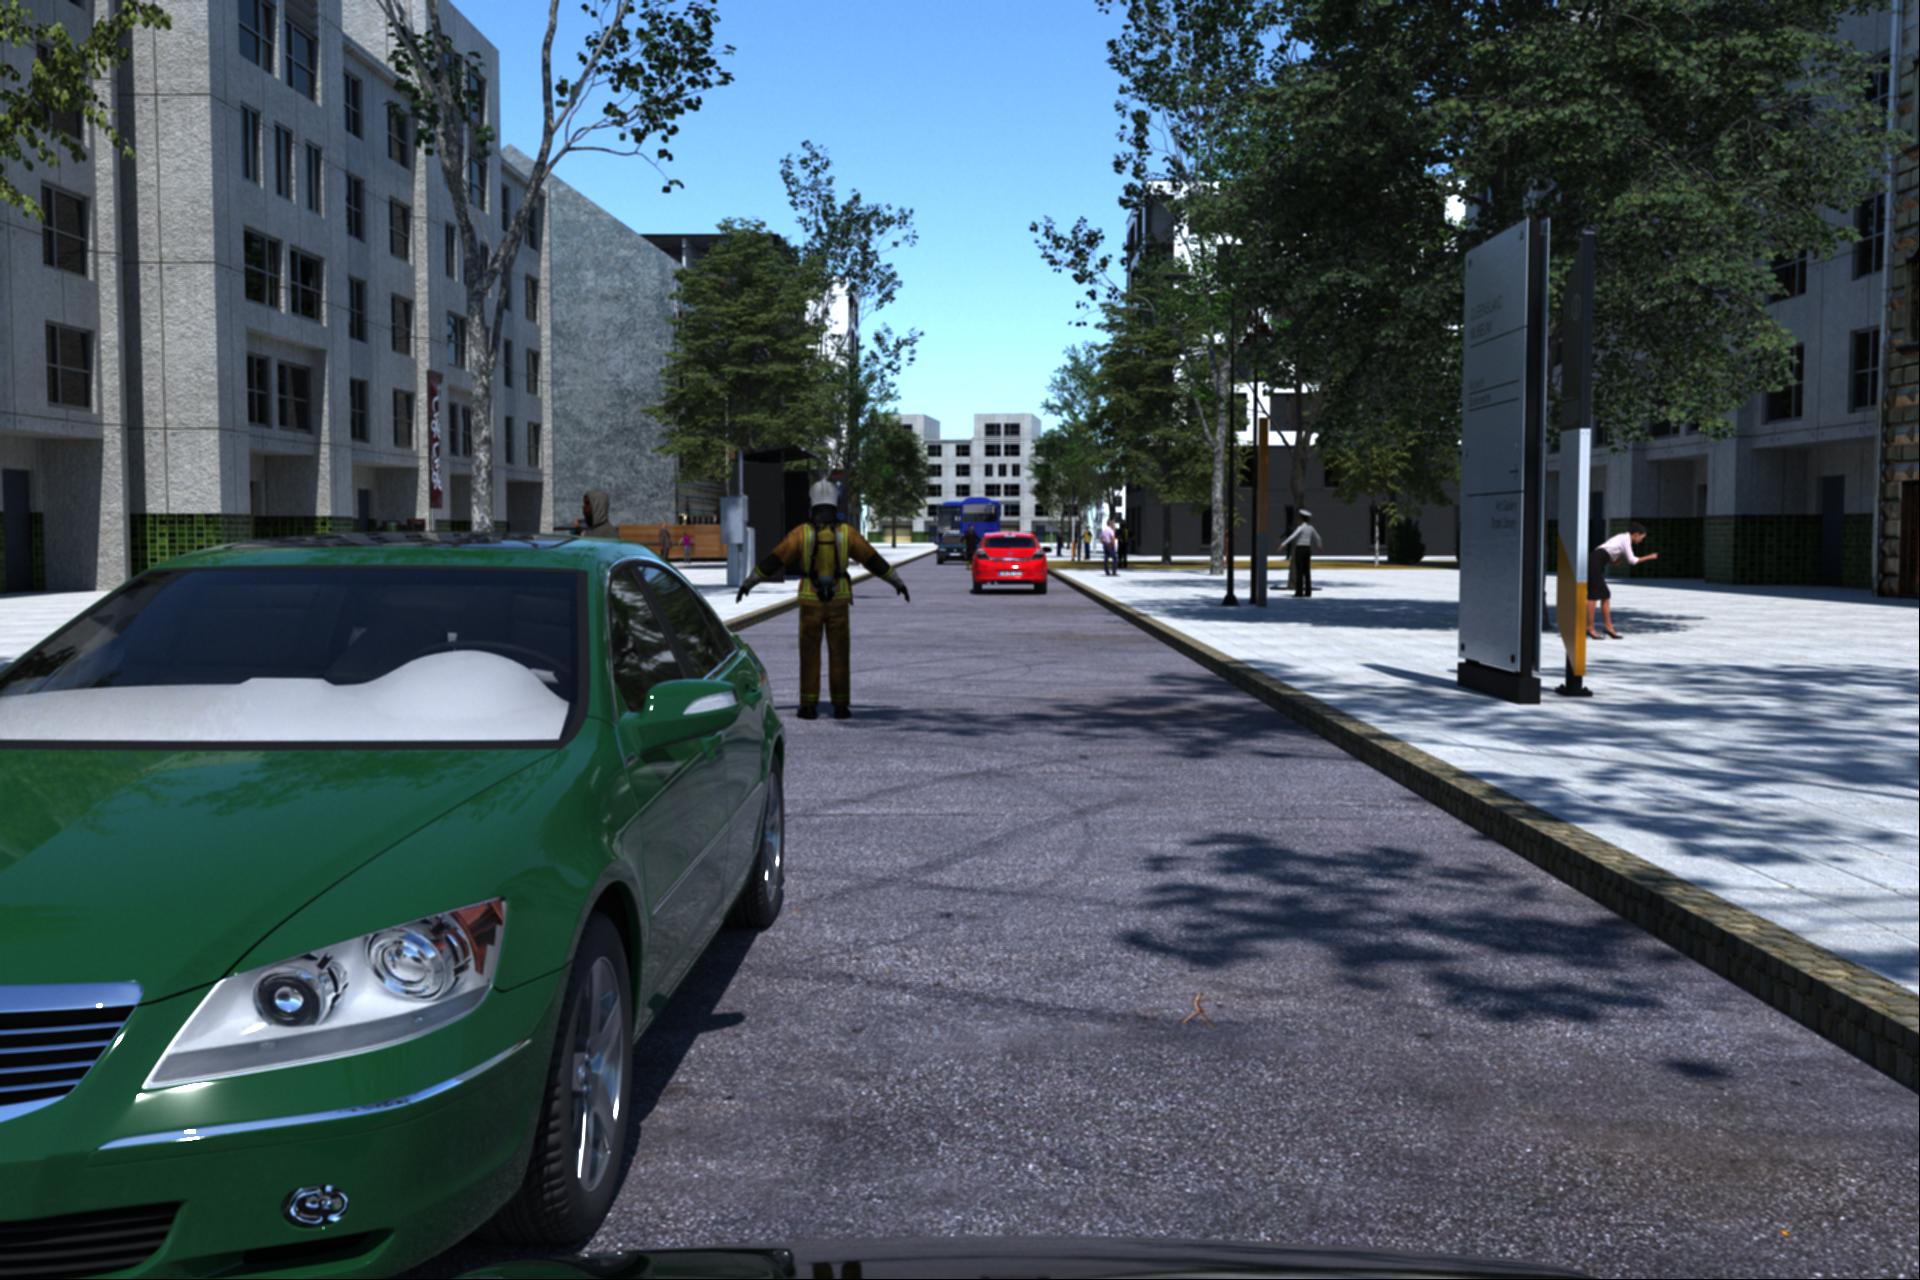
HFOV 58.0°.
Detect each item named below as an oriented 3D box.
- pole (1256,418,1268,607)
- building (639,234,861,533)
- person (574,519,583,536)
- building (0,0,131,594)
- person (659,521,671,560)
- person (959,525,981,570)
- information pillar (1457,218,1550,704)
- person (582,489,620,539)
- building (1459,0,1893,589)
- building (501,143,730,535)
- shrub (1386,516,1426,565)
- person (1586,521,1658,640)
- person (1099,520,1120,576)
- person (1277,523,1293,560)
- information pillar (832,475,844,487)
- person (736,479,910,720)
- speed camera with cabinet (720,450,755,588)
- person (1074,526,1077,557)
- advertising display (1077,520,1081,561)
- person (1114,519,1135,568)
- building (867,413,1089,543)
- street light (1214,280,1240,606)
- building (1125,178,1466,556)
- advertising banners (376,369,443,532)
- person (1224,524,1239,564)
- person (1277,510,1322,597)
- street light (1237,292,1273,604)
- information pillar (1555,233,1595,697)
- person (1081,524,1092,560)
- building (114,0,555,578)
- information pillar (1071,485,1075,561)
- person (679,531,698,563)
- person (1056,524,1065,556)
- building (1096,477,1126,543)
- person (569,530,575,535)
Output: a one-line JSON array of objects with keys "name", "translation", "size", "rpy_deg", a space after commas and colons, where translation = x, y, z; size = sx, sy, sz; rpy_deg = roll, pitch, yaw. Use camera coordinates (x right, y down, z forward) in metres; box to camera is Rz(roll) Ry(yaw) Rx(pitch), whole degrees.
[{"name": "pole", "translation": [5.314, -2.238, 30.426], "size": [0.158, 3.312, 0.155], "rpy_deg": [0, 3, 0]}, {"name": "building", "translation": [-22.703, -17.773, 134.566], "size": [27.936, 21.610, 32.646], "rpy_deg": [0, 4, 0]}, {"name": "person", "translation": [-13.412, -3.330, 60.669], "size": [0.705, 1.803, 1.348], "rpy_deg": [-2, 4, -33]}, {"name": "building", "translation": [-27.105, -9.568, 22.900], "size": [16.747, 18.905, 31.486], "rpy_deg": [0, 3, 0]}, {"name": "person", "translation": [-10.686, -3.442, 62.876], "size": [0.434, 1.755, 0.990], "rpy_deg": [1, 4, 10]}, {"name": "person", "translation": [0.460, -3.707, 69.200], "size": [1.346, 1.812, 0.704], "rpy_deg": [-2, 4, -35]}, {"name": "information pillar", "translation": [4.296, -1.373, 13.760], "size": [0.184, 3.620, 1.656], "rpy_deg": [0, 4, 0]}, {"name": "person", "translation": [-3.129, -0.383, 14.845], "size": [0.705, 1.813, 1.348], "rpy_deg": [-2, 4, -35]}, {"name": "building", "translation": [27.756, -11.298, 51.181], "size": [16.747, 18.905, 31.486], "rpy_deg": [0, 4, 0]}, {"name": "building", "translation": [-25.084, -16.888, 107.043], "size": [19.493, 23.208, 18.063], "rpy_deg": [0, 4, 1]}, {"name": "shrub", "translation": [18.511, -4.145, 71.807], "size": [1.661, 2.075, 1.752], "rpy_deg": [0, 3, 0]}, {"name": "person", "translation": [7.982, -0.725, 21.083], "size": [0.799, 1.438, 0.628], "rpy_deg": [-2, 4, -31]}, {"name": "person", "translation": [4.594, -2.811, 52.941], "size": [0.436, 1.711, 0.756], "rpy_deg": [-1, 4, -23]}, {"name": "person", "translation": [16.667, -4.985, 87.443], "size": [1.347, 1.837, 0.705], "rpy_deg": [-1, 4, -17]}, {"name": "information pillar", "translation": [-5.323, -5.330, 76.528], "size": [0.750, 3.857, 0.750], "rpy_deg": [0, 4, 1]}, {"name": "person", "translation": [-1.055, -0.320, 13.452], "size": [1.354, 1.858, 0.705], "rpy_deg": [-1, 4, -8]}, {"name": "speed camera with cabinet", "translation": [-5.363, -2.899, 41.741], "size": [0.660, 3.252, 2.038], "rpy_deg": [0, 4, 1]}, {"name": "person", "translation": [6.511, -5.548, 97.425], "size": [0.721, 1.740, 1.216], "rpy_deg": [1, 4, 8]}, {"name": "advertising display", "translation": [5.621, -4.684, 81.790], "size": [0.123, 1.923, 0.974], "rpy_deg": [0, 4, 0]}, {"name": "person", "translation": [6.152, -3.671, 65.800], "size": [1.354, 1.856, 0.705], "rpy_deg": [-2, 4, -31]}, {"name": "building", "translation": [3.080, -23.918, 259.971], "size": [31.486, 18.905, 16.747], "rpy_deg": [0, 4, 8]}, {"name": "street light", "translation": [5.392, -3.569, 30.899], "size": [1.470, 5.913, 1.316], "rpy_deg": [0, 4, 1]}, {"name": "building", "translation": [24.868, -16.647, 116.159], "size": [27.936, 21.610, 32.646], "rpy_deg": [0, 4, 1]}, {"name": "advertising banners", "translation": [-5.645, -1.330, 17.934], "size": [0.090, 3.025, 2.074], "rpy_deg": [0, 4, 1]}, {"name": "person", "translation": [11.337, -4.067, 73.298], "size": [1.217, 1.733, 0.721], "rpy_deg": [-2, 4, -27]}, {"name": "person", "translation": [6.931, -1.759, 35.219], "size": [1.216, 1.778, 0.721], "rpy_deg": [-2, 4, -34]}, {"name": "street light", "translation": [5.400, -3.603, 31.691], "size": [0.468, 5.910, 1.993], "rpy_deg": [0, 4, 1]}, {"name": "information pillar", "translation": [4.897, -1.372, 13.790], "size": [0.183, 3.616, 0.504], "rpy_deg": [0, 4, 1]}, {"name": "person", "translation": [6.198, -4.829, 85.410], "size": [0.721, 1.772, 1.216], "rpy_deg": [-2, 4, -24]}, {"name": "building", "translation": [-25.311, -11.563, 55.511], "size": [16.747, 18.905, 31.486], "rpy_deg": [0, 4, 1]}, {"name": "information pillar", "translation": [5.399, -5.584, 82.654], "size": [0.183, 3.616, 0.504], "rpy_deg": [0, 4, -1]}, {"name": "person", "translation": [-11.915, -4.068, 75.782], "size": [0.991, 1.433, 0.599], "rpy_deg": [-3, 5, -44]}, {"name": "person", "translation": [5.817, -5.818, 100.979], "size": [0.705, 1.847, 1.347], "rpy_deg": [-1, 4, -17]}, {"name": "building", "translation": [24.034, -18.103, 238.123], "size": [9.099, 9.664, 28.070], "rpy_deg": [0, 4, 1]}, {"name": "person", "translation": [-20.506, -5.218, 91.445], "size": [0.704, 1.817, 1.347], "rpy_deg": [1, 4, 11]}]
